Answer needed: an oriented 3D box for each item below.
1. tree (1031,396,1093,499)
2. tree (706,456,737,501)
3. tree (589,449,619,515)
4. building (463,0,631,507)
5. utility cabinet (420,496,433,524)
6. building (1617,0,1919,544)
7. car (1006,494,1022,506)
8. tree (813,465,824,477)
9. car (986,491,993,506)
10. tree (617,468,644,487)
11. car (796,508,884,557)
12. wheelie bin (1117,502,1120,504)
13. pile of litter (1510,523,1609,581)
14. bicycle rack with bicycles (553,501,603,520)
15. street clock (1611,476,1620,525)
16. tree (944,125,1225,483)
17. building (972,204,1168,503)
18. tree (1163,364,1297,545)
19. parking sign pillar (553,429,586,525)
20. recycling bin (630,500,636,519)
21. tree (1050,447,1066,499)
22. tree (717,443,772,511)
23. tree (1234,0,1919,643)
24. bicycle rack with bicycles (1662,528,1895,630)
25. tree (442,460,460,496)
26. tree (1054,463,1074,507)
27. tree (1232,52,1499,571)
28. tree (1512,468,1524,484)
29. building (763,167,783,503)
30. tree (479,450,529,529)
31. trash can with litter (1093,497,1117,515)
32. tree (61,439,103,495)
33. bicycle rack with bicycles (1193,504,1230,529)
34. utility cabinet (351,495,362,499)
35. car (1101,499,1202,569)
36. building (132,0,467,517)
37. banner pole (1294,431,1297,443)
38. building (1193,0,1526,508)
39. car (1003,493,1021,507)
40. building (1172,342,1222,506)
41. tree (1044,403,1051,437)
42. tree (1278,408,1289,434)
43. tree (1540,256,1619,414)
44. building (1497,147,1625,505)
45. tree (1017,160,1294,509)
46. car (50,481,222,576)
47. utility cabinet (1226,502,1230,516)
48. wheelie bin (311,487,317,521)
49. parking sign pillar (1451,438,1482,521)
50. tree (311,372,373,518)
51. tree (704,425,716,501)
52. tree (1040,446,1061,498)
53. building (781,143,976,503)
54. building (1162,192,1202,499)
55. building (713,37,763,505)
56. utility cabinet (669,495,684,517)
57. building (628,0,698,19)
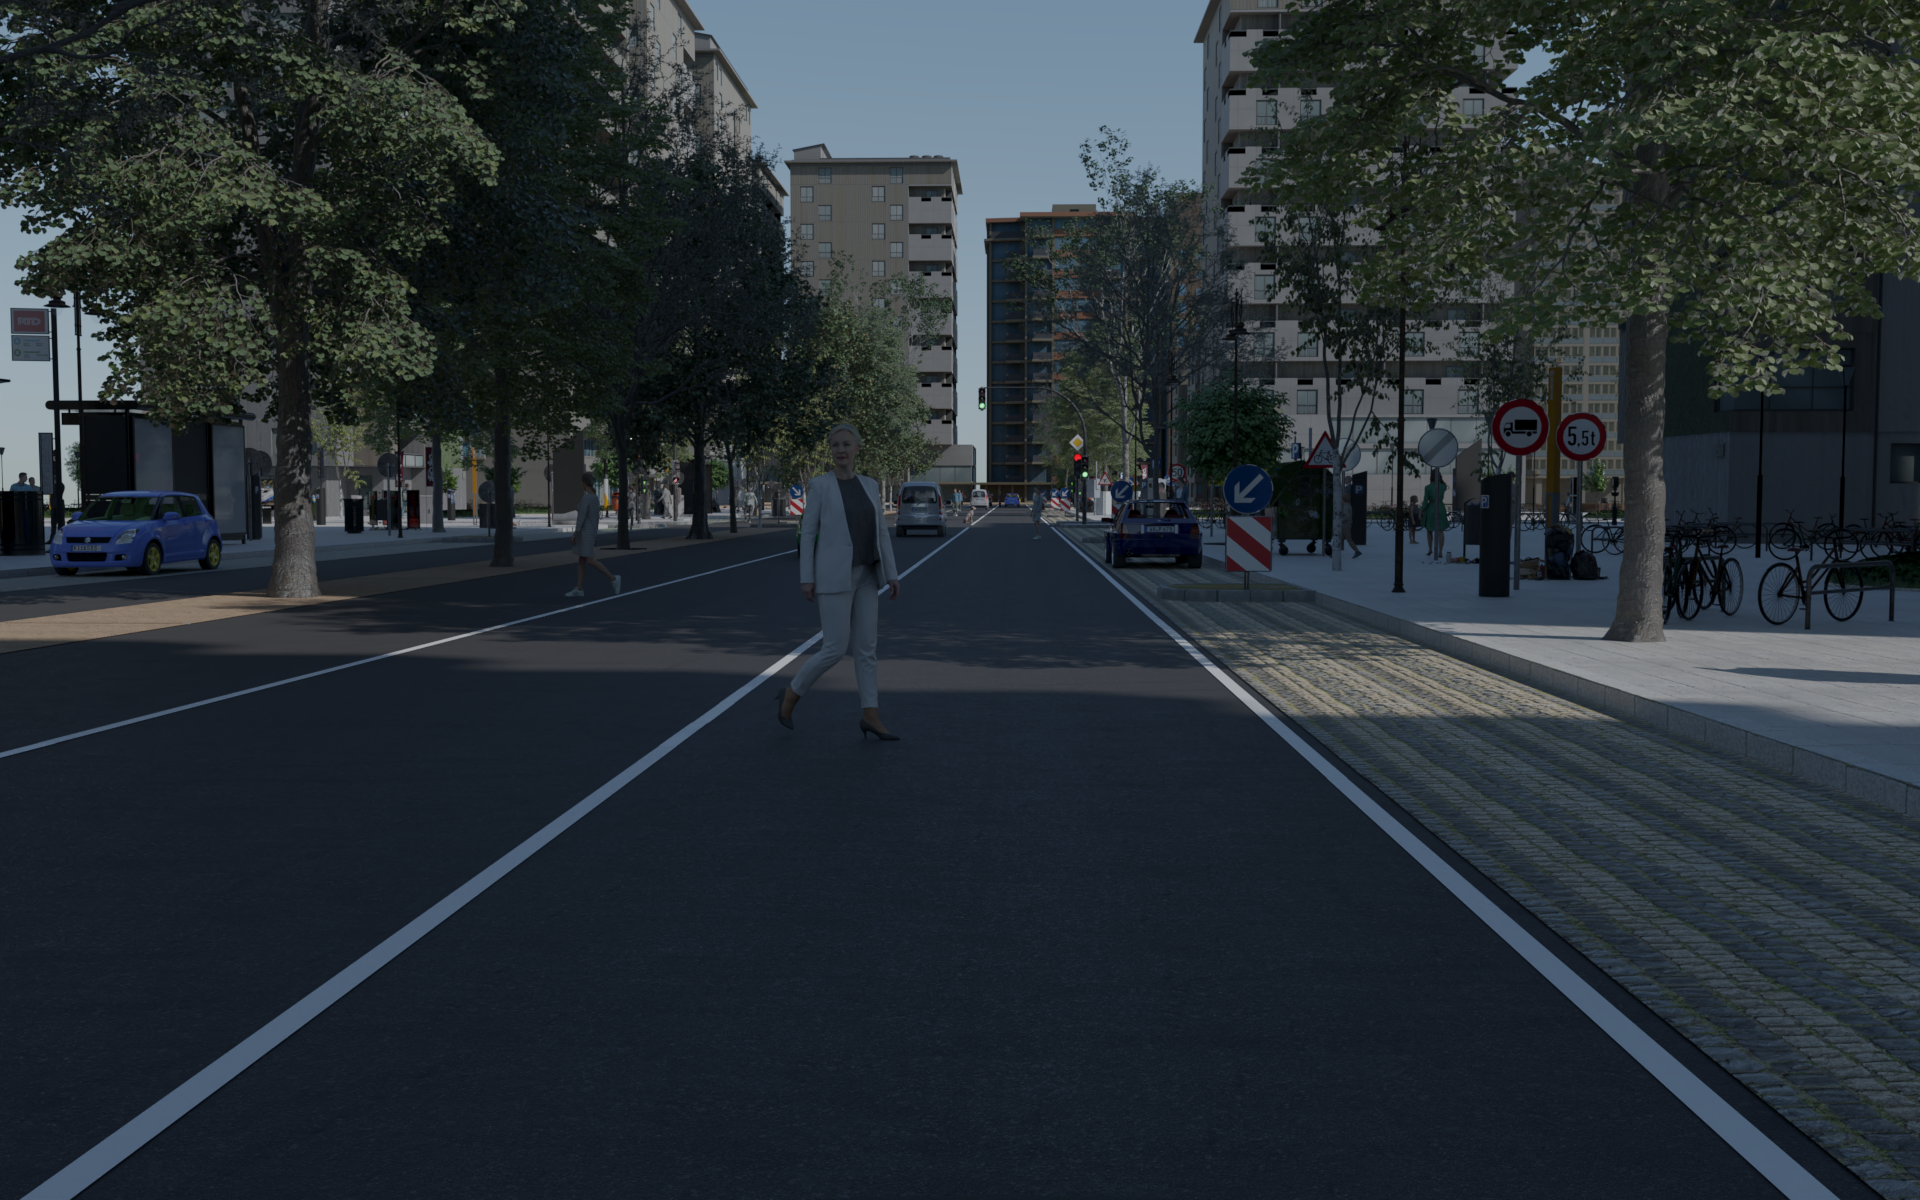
[{"bbox_3d":[10.433,-14.876,168.972,9.928,11.665,9.643,0,3,0],"label":"tree"},{"bbox_3d":[-20.595,-9.916,145.836,4.285,4.588,4.351,0,3,0],"label":"tree"},{"bbox_3d":[-21.708,-7.673,109.167,4.285,4.588,4.351,0,3,0],"label":"tree"},{"bbox_3d":[-38.588,-31.285,135.210,21.300,48.544,21.600,0,4,2],"label":"building"},{"bbox_3d":[-22.946,-3.878,74.573,1.020,1.237,0.306,1,4,15],"label":"utility cabinet"},{"bbox_3d":[27.070,-17.052,50.498,14.160,30.474,14.107,0,4,2],"label":"building"},{"bbox_3d":[6.579,-12.428,213.417,2.015,1.641,3.980,0,4,3],"label":"car"},{"bbox_3d":[-12.756,-11.372,169.647,4.285,4.588,4.351,0,3,0],"label":"tree"},{"bbox_3d":[2.822,-12.152,207.359,2.281,1.827,5.304,0,3,0],"label":"car"},{"bbox_3d":[-18.829,-6.404,99.302,1.663,3.219,1.824,0,3,0],"label":"tree"},{"bbox_3d":[-2.788,-1.954,40.741,1.959,1.807,4.718,0,4,1],"label":"car"},{"bbox_3d":[10.144,-6.269,110.398,0.980,1.594,0.693,-3,5,-42],"label":"wheelie bin"},{"bbox_3d":[8.924,-0.746,26.159,1.719,0.858,1.176,1,4,14],"label":"pile of litter"},{"bbox_3d":[-19.166,-4.462,86.340,2.852,0.926,2.925,-1,4,-21],"label":"bicycle rack with bicycles"},{"bbox_3d":[26.901,-4.072,71.141,0.358,2.002,0.471,1,4,13],"label":"street clock"},{"bbox_3d":[7.679,-14.440,91.991,12.611,20.169,13.585,0,3,0],"label":"tree"},{"bbox_3d":[16.555,-37.280,264.160,28.867,44.769,22.147,0,4,2],"label":"building"},{"bbox_3d":[6.833,-3.684,43.941,4.285,4.588,4.351,0,3,0],"label":"tree"},{"bbox_3d":[-16.300,-5.128,72.320,1.447,3.967,1.447,0,4,1],"label":"parking sign pillar"},{"bbox_3d":[-17.149,-4.742,90.086,0.722,1.027,0.722,0,4,-4],"label":"recycling bin"},{"bbox_3d":[12.918,-16.289,216.683,4.737,8.622,4.395,0,3,0],"label":"tree"},{"bbox_3d":[-14.472,-10.396,120.333,4.360,8.622,3.978,0,3,0],"label":"tree"},{"bbox_3d":[6.082,-5.938,15.208,7.486,12.596,7.792,0,3,0],"label":"tree"},{"bbox_3d":[7.969,-0.260,17.628,2.925,0.926,2.852,-3,4,-37],"label":"bicycle rack with bicycles"},{"bbox_3d":[-29.344,-6.368,98.712,1.663,3.219,1.824,0,3,0],"label":"tree"},{"bbox_3d":[11.187,-11.783,176.363,4.285,4.588,4.351,0,3,0],"label":"tree"},{"bbox_3d":[6.464,-4.788,28.648,4.360,8.622,3.978,0,3,0],"label":"tree"},{"bbox_3d":[35.171,-7.088,110.494,1.663,3.219,1.824,0,3,0],"label":"tree"},{"bbox_3d":[-39.742,-41.602,269.435,27.495,52.752,28.713,0,4,2],"label":"building"},{"bbox_3d":[-17.149,-4.272,64.441,1.663,3.219,1.824,0,3,0],"label":"tree"},{"bbox_3d":[9.098,-5.906,107.613,2.233,1.210,1.678,-2,4,-26],"label":"trash can with litter"},{"bbox_3d":[-68.177,-11.319,147.977,11.467,7.101,20.602,-1,4,-11],"label":"tree"},{"bbox_3d":[9.876,-3.111,64.239,2.852,0.926,2.925,-3,5,-39],"label":"bicycle rack with bicycles"},{"bbox_3d":[-29.373,-4.476,84.347,0.306,1.237,1.020,0,4,-7],"label":"utility cabinet"},{"bbox_3d":[3.811,-1.340,34.497,1.945,1.354,3.894,0,4,2],"label":"car"},{"bbox_3d":[-38.604,-25.607,102.267,14.154,41.232,14.086,0,4,2],"label":"building"},{"bbox_3d":[13.410,-4.846,69.255,0.401,3.779,0.863,1,4,17],"label":"banner pole"},{"bbox_3d":[39.005,-35.729,173.400,28.713,52.752,27.495,0,4,2],"label":"building"},{"bbox_3d":[5.737,-11.083,190.798,1.945,1.707,3.694,0,4,2],"label":"car"},{"bbox_3d":[39.945,-21.899,203.092,27.650,21.520,28.899,0,4,2],"label":"building"},{"bbox_3d":[9.064,-11.857,111.985,7.486,12.596,7.792,0,3,0],"label":"tree"},{"bbox_3d":[22.305,-10.850,127.756,4.737,8.622,4.395,0,3,0],"label":"tree"},{"bbox_3d":[15.536,-6.053,49.332,4.360,8.622,3.978,0,3,0],"label":"tree"},{"bbox_3d":[67.282,-31.093,200.258,23.993,40.220,32.217,0,4,2],"label":"building"},{"bbox_3d":[7.265,-9.445,64.793,12.009,13.543,11.850,0,3,0],"label":"tree"},{"bbox_3d":[-14.921,-1.335,31.413,1.945,1.707,3.694,0,4,1],"label":"car"},{"bbox_3d":[11.490,-3.865,71.865,0.318,1.500,1.173,-2,4,-26],"label":"utility cabinet"},{"bbox_3d":[-30.799,-4.573,82.685,0.693,1.594,0.980,-2,4,-33],"label":"wheelie bin"},{"bbox_3d":[24.593,-5.845,84.030,1.447,3.967,1.447,-1,4,-10],"label":"parking sign pillar"},{"bbox_3d":[-32.962,-8.647,91.733,4.737,8.622,4.395,0,3,0],"label":"tree"},{"bbox_3d":[-21.324,-12.291,151.322,4.360,8.622,3.978,0,3,0],"label":"tree"},{"bbox_3d":[12.178,-16.682,223.105,4.360,8.622,3.978,0,3,0],"label":"tree"},{"bbox_3d":[-11.517,-41.506,267.853,27.495,52.752,28.713,0,4,2],"label":"building"},{"bbox_3d":[37.958,-37.281,259.652,14.200,45.320,14.600,0,4,2],"label":"building"},{"bbox_3d":[-39.528,-37.676,205.241,27.495,52.752,28.713,0,4,2],"label":"building"},{"bbox_3d":[-16.015,-5.258,97.137,1.020,1.237,0.306,-2,4,-32],"label":"utility cabinet"},{"bbox_3d":[-41.362,-35.607,171.410,28.713,52.752,27.495,0,4,2],"label":"building"}]
